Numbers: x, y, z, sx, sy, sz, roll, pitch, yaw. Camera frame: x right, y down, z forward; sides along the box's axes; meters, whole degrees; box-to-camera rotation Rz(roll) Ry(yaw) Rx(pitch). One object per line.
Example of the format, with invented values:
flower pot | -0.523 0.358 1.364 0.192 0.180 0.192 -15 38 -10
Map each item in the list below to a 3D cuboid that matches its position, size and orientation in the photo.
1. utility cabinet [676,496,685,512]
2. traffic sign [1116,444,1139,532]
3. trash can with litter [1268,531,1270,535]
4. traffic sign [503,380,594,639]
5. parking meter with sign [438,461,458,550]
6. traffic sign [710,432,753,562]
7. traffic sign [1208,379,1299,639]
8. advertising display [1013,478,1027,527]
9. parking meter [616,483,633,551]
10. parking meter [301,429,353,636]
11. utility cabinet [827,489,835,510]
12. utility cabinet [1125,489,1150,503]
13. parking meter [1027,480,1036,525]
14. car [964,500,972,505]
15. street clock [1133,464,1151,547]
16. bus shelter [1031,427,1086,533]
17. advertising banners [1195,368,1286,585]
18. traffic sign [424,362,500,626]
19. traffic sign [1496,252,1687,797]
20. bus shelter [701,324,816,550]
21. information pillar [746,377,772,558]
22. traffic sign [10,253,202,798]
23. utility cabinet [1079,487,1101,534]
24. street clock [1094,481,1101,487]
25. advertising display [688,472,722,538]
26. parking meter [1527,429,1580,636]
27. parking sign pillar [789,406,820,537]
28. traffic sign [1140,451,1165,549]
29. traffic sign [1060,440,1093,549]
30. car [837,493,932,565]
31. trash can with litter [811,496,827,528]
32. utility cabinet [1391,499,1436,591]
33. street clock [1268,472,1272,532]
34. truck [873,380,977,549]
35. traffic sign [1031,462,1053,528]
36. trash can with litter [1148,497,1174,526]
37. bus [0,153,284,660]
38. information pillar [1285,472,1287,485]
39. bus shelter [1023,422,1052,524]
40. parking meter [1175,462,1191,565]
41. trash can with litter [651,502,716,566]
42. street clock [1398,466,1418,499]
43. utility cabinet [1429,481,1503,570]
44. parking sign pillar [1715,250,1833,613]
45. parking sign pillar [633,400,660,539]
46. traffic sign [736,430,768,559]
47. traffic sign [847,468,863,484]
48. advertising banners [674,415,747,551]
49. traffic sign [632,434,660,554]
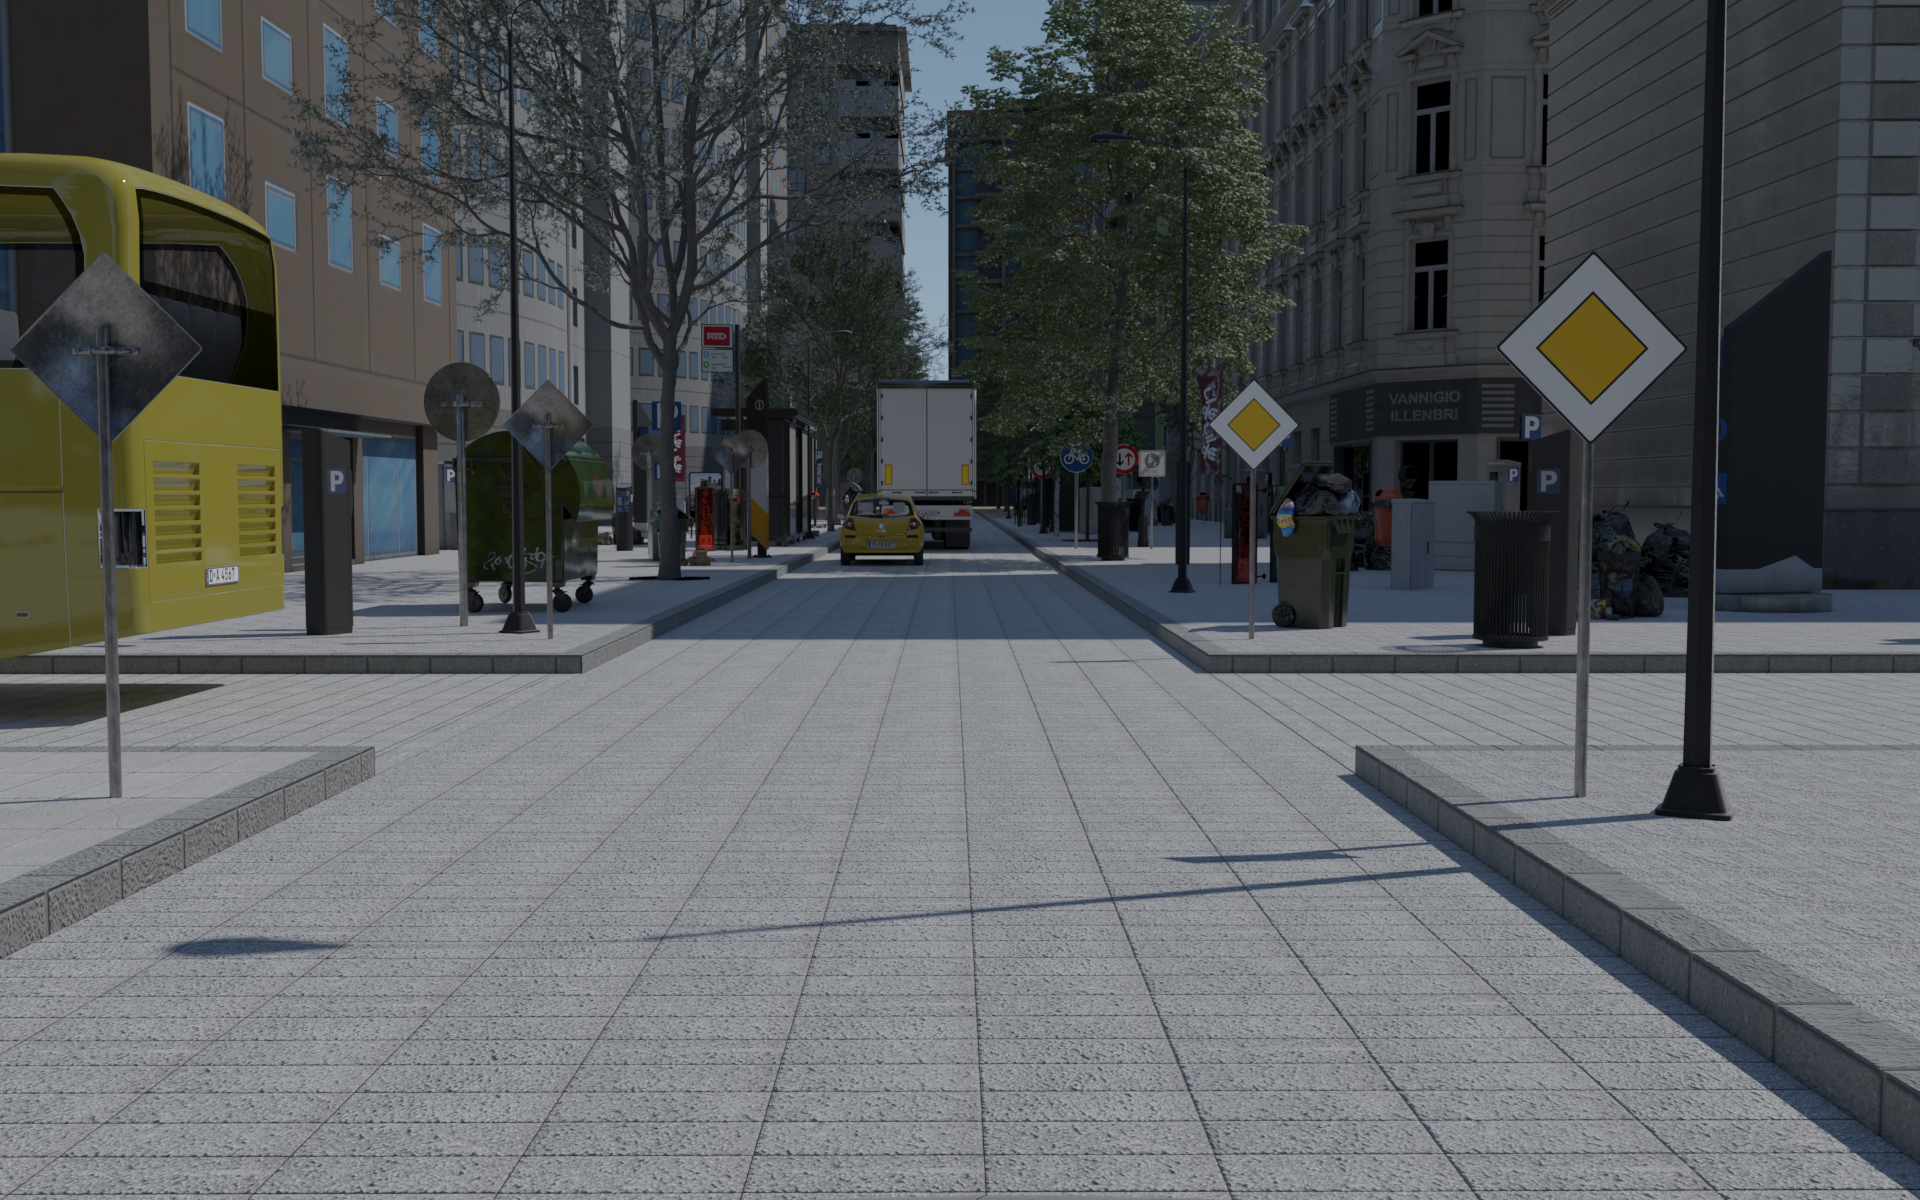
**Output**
utility cabinet | -9.337 -2.744 56.019 1.020 1.237 0.306 3 5 42
traffic sign | 4.196 -2.704 44.318 0.768 2.556 0.104 0 4 3
trash can with litter | 9.974 -2.667 54.655 1.678 1.210 2.233 -2 4 -33
traffic sign | -3.618 -0.710 15.247 0.795 2.450 0.064 0 4 0
parking meter with sign | -12.012 -2.683 40.127 1.738 3.016 0.543 3 4 36
traffic sign | -4.273 -1.910 32.422 0.795 2.450 0.064 0 4 1
traffic sign | 2.576 -0.711 15.266 0.795 2.450 0.064 0 4 0
advertising display | 2.533 -4.148 73.033 0.123 1.923 0.974 2 4 32
parking meter | -7.571 -1.875 39.068 0.372 1.533 0.369 0 3 0
parking meter | -5.779 -0.620 15.850 0.255 1.863 0.399 2 4 25
utility cabinet | -5.491 -3.993 73.962 0.318 1.500 1.173 0 4 -2
utility cabinet | 8.050 -4.290 78.826 1.173 1.500 0.318 0 4 -5
parking meter | 2.940 -4.013 71.323 0.255 1.863 0.399 2 4 32
car | -0.243 -5.847 105.827 2.015 1.641 3.980 0 4 -1
street clock | 4.415 -2.275 41.765 0.358 2.002 0.471 -3 5 -45
bus shelter | 3.453 -4.228 60.411 1.731 3.624 6.357 0 4 0
advertising banners | 4.082 -1.740 24.641 2.074 3.025 0.090 -3 4 -36
traffic sign | -4.815 -1.017 16.737 0.768 2.556 0.104 0 4 7
traffic sign | 2.627 -0.223 7.281 0.795 2.450 0.064 0 4 0
bus shelter | -5.038 -4.035 43.608 2.179 5.291 8.768 0 4 -1
information pillar | -4.060 -2.659 34.828 0.504 3.616 0.183 2 4 27
traffic sign | -3.567 -0.221 7.262 0.795 2.450 0.064 0 4 0
utility cabinet | 4.178 -2.874 55.671 0.318 1.500 1.173 -1 4 -17
street clock | 6.769 -5.008 86.457 0.471 2.002 0.358 -2 4 -32
advertising display | -7.369 -2.751 50.189 0.974 1.923 0.123 -1 4 -18
parking meter | 5.407 -0.617 15.798 0.255 1.863 0.399 -3 5 -43
parking sign pillar | -4.985 -3.911 52.416 1.447 3.967 1.447 -2 4 -26
traffic sign | 4.478 -2.343 40.430 0.606 2.300 0.079 0 4 3
traffic sign | 2.734 -2.480 40.659 0.768 2.556 0.104 0 4 4
car | -1.599 -1.592 36.247 2.015 1.641 3.980 0 4 -1
trash can with litter | -5.621 -3.332 65.528 1.678 1.210 2.233 0 3 0
utility cabinet | 6.146 -0.752 23.459 0.306 1.237 1.020 2 4 32
street clock | 10.244 -3.246 57.635 0.358 2.002 0.471 0 4 2
truck | -1.036 -3.625 48.189 2.839 4.237 11.283 0 4 -2
traffic sign | 2.696 -3.476 56.935 0.768 2.556 0.104 0 4 2
trash can with litter | 8.130 -3.584 69.986 1.055 1.170 0.624 1 4 12
bus | -11.209 -1.239 11.811 12.252 3.916 2.896 0 4 -1
information pillar | 10.978 -3.236 57.407 0.304 2.012 0.304 -2 4 -26
bus shelter | 4.026 -6.181 78.697 2.179 5.291 8.768 0 4 0
parking meter | 4.070 -1.586 31.635 0.255 1.863 0.399 0 4 5
trash can with litter | -4.935 -1.193 30.895 1.055 1.170 0.624 -2 4 -35
street clock | 11.455 -2.432 44.341 0.471 2.002 0.358 -2 4 -32
utility cabinet | 8.419 -1.235 28.873 1.173 1.500 0.318 3 5 42
parking sign pillar | 8.946 -1.882 19.243 1.447 3.967 1.447 -1 4 -17
parking sign pillar | -8.973 -3.773 50.167 1.447 3.967 1.447 1 4 17
traffic sign | -4.178 -2.091 34.296 0.768 2.556 0.104 1 4 9
traffic sign | -5.132 -5.160 84.469 0.768 2.556 0.104 0 4 1
advertising banners | -5.665 -2.594 38.604 2.074 3.025 0.090 -3 4 -38
traffic sign | -6.605 -2.245 36.805 0.768 2.556 0.104 0 4 6
